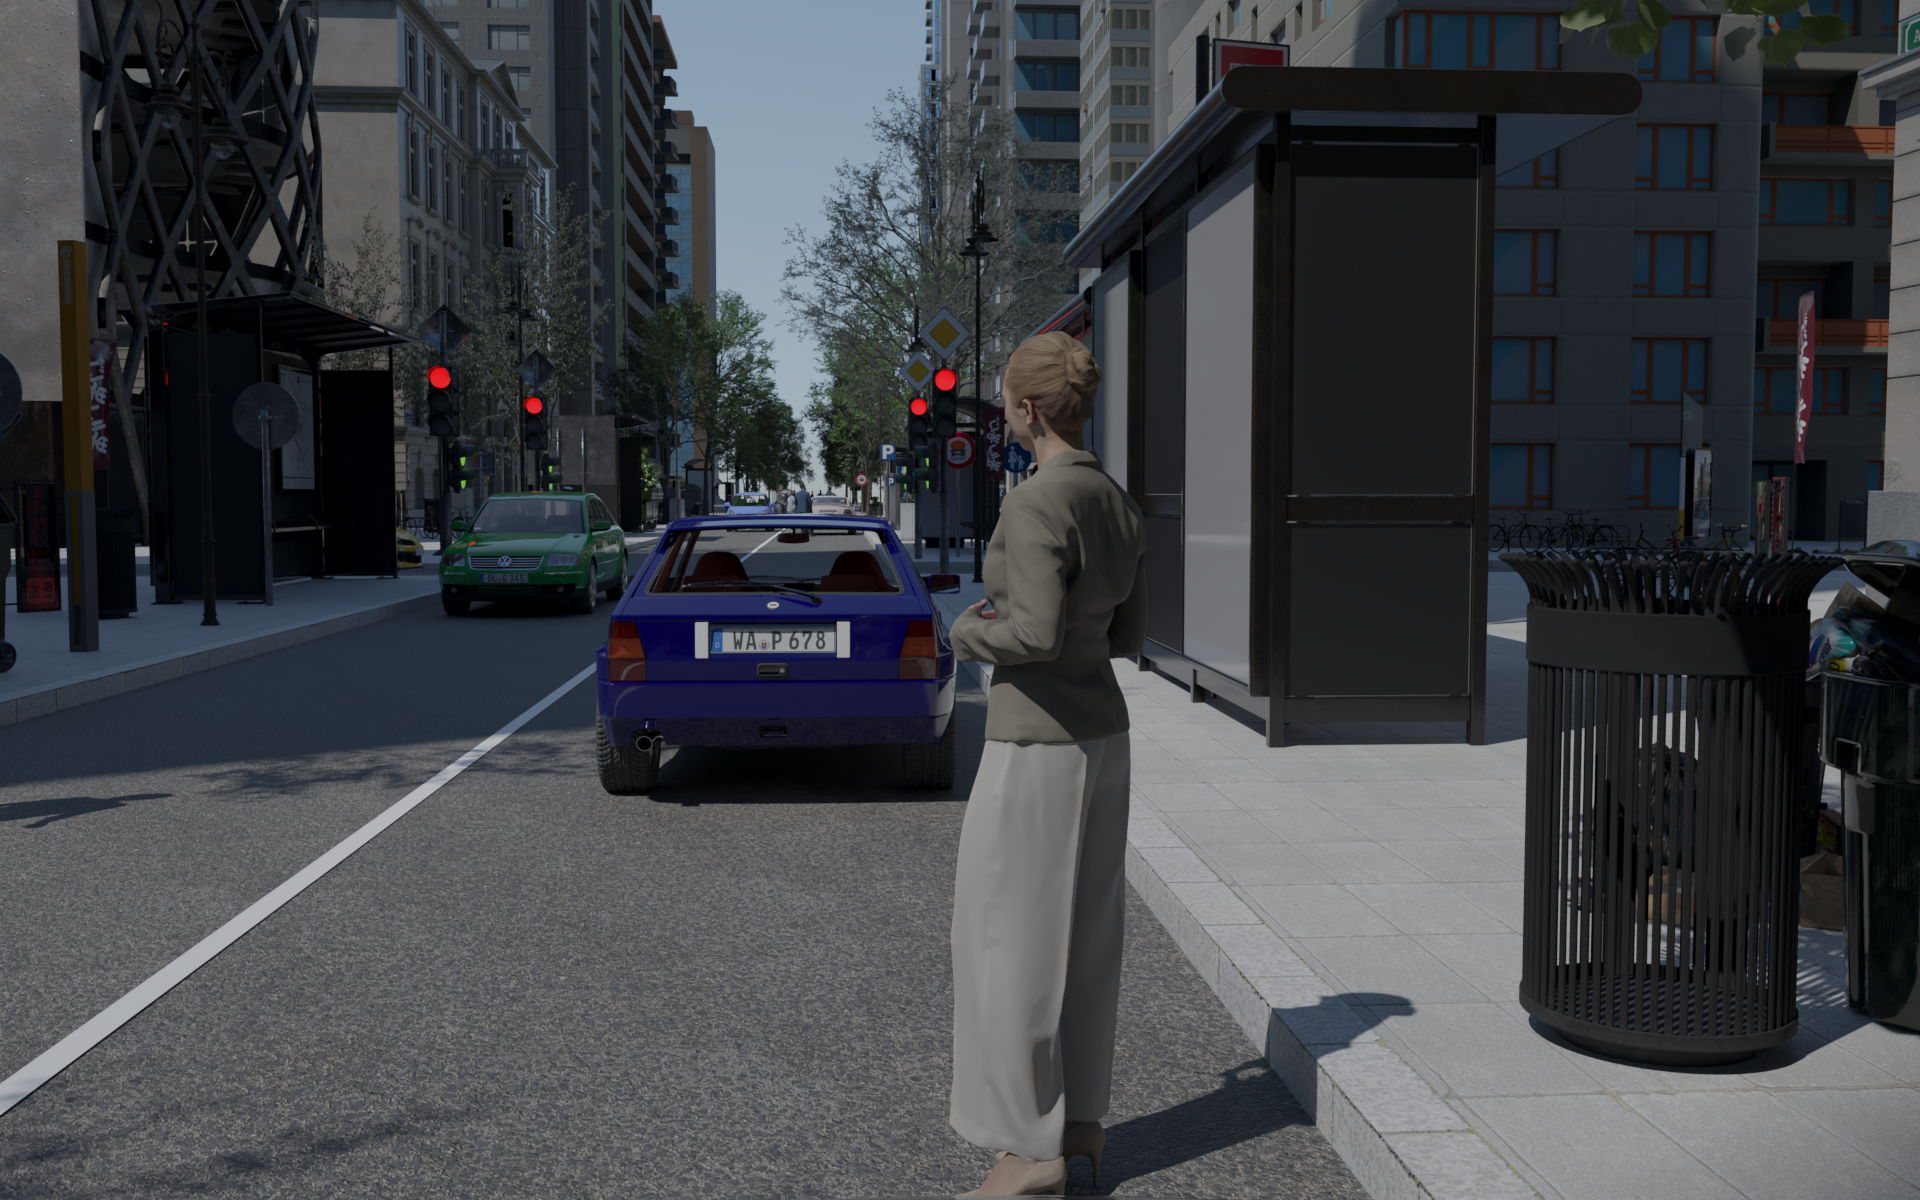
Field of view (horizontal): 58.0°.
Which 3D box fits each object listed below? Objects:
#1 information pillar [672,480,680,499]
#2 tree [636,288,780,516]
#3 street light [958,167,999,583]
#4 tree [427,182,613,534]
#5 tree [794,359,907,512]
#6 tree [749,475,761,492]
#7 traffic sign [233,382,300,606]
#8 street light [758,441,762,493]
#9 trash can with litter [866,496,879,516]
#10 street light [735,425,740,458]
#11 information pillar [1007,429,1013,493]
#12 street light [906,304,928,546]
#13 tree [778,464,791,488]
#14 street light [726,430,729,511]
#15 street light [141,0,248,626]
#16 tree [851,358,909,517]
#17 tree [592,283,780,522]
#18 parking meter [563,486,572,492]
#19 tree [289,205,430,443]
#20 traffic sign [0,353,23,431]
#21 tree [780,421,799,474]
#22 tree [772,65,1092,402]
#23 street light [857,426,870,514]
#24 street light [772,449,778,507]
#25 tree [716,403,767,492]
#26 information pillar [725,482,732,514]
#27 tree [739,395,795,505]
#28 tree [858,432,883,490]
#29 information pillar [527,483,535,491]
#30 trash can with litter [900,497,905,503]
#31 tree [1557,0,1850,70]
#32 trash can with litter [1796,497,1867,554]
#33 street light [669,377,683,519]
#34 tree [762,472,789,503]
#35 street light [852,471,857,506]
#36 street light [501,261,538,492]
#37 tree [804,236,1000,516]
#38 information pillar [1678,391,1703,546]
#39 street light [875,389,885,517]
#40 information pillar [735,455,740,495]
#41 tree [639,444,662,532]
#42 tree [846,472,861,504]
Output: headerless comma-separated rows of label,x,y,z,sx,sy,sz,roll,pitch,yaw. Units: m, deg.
information pillar,-15.022,-5.327,91.580,0.304,2.012,0.304,1,4,21
tree,-12.622,-9.841,86.652,9.928,11.665,9.643,0,3,0
street light,0.259,-3.188,24.915,0.468,5.910,1.993,0,4,-4
tree,-10.019,-5.547,41.055,4.360,8.622,3.978,0,3,0
tree,-6.965,-12.835,126.855,9.611,12.733,9.660,0,3,0
tree,-18.506,-9.879,156.129,1.663,3.219,1.824,0,3,0
traffic sign,-7.928,-1.205,19.808,0.768,2.556,0.104,0,4,1
street light,-16.639,-10.449,143.621,0.468,5.910,1.993,0,4,-4
trash can with litter,-4.546,-4.698,88.194,0.624,1.170,1.055,-2,4,-33
street light,-14.225,-8.402,110.161,0.468,5.910,1.993,0,4,-4
information pillar,1.739,-4.201,60.041,0.183,3.616,0.504,1,4,21
street light,-1.058,-4.257,42.389,0.468,5.910,1.993,0,4,-4
tree,-24.998,-17.753,240.628,4.360,8.622,3.978,0,3,0
street light,-13.612,-7.858,101.265,0.468,5.910,1.993,0,4,-4
street light,-7.330,-2.689,16.753,0.468,5.910,1.993,0,4,-4
tree,-3.748,-8.545,90.077,4.360,8.622,3.978,0,3,0
tree,-12.718,-8.671,76.176,7.601,10.594,8.767,0,4,6
parking meter,-12.229,-2.803,54.232,0.372,1.533,0.369,0,3,0
tree,-15.643,-5.781,44.889,4.360,8.622,3.978,0,3,0
traffic sign,-8.484,-0.911,15.002,0.768,2.556,0.104,0,4,5
tree,-20.430,-15.192,182.809,7.601,10.594,8.767,0,4,2
tree,-0.536,-8.581,50.672,12.009,13.543,11.850,0,3,0
street light,-6.552,-8.860,117.655,0.468,5.910,1.993,0,4,-4
street light,-19.201,-12.518,177.458,0.468,5.910,1.993,0,4,-4
tree,-16.484,-11.083,131.572,4.737,8.622,4.395,0,3,0
information pillar,-13.867,-6.066,103.672,0.304,2.012,0.304,-3,5,-39
tree,-21.247,-17.326,200.287,9.611,12.733,9.660,0,3,0
tree,-7.716,-12.000,146.564,4.737,8.622,4.395,0,3,0
information pillar,-18.460,-4.298,74.760,0.304,2.012,0.304,1,4,12
trash can with litter,-2.362,-3.669,71.381,0.624,1.170,1.055,1,4,20
tree,2.620,-5.088,1.322,7.486,12.596,7.792,0,3,0
trash can with litter,18.789,-1.608,37.346,2.233,1.210,1.678,1,4,14
street light,-11.177,-5.840,68.266,0.468,5.910,1.993,0,4,-4
tree,-24.133,-15.136,231.191,4.285,4.588,4.351,0,3,0
street light,-8.955,-10.875,150.588,0.468,5.910,1.993,0,4,-4
street light,-8.754,-3.779,34.577,0.468,5.910,1.993,0,4,-4
tree,-1.887,-8.799,69.612,9.928,11.665,9.643,0,3,0
information pillar,16.624,-2.941,39.435,0.504,3.616,0.183,0,4,-2
street light,-3.481,-6.301,75.808,0.468,5.910,1.993,0,4,-4
information pillar,-13.232,-6.825,102.951,0.183,3.616,0.504,-2,4,-32
tree,-10.932,-3.895,58.292,1.663,3.219,1.824,0,3,0
tree,-13.806,-15.105,230.684,4.285,4.588,4.351,0,3,0
